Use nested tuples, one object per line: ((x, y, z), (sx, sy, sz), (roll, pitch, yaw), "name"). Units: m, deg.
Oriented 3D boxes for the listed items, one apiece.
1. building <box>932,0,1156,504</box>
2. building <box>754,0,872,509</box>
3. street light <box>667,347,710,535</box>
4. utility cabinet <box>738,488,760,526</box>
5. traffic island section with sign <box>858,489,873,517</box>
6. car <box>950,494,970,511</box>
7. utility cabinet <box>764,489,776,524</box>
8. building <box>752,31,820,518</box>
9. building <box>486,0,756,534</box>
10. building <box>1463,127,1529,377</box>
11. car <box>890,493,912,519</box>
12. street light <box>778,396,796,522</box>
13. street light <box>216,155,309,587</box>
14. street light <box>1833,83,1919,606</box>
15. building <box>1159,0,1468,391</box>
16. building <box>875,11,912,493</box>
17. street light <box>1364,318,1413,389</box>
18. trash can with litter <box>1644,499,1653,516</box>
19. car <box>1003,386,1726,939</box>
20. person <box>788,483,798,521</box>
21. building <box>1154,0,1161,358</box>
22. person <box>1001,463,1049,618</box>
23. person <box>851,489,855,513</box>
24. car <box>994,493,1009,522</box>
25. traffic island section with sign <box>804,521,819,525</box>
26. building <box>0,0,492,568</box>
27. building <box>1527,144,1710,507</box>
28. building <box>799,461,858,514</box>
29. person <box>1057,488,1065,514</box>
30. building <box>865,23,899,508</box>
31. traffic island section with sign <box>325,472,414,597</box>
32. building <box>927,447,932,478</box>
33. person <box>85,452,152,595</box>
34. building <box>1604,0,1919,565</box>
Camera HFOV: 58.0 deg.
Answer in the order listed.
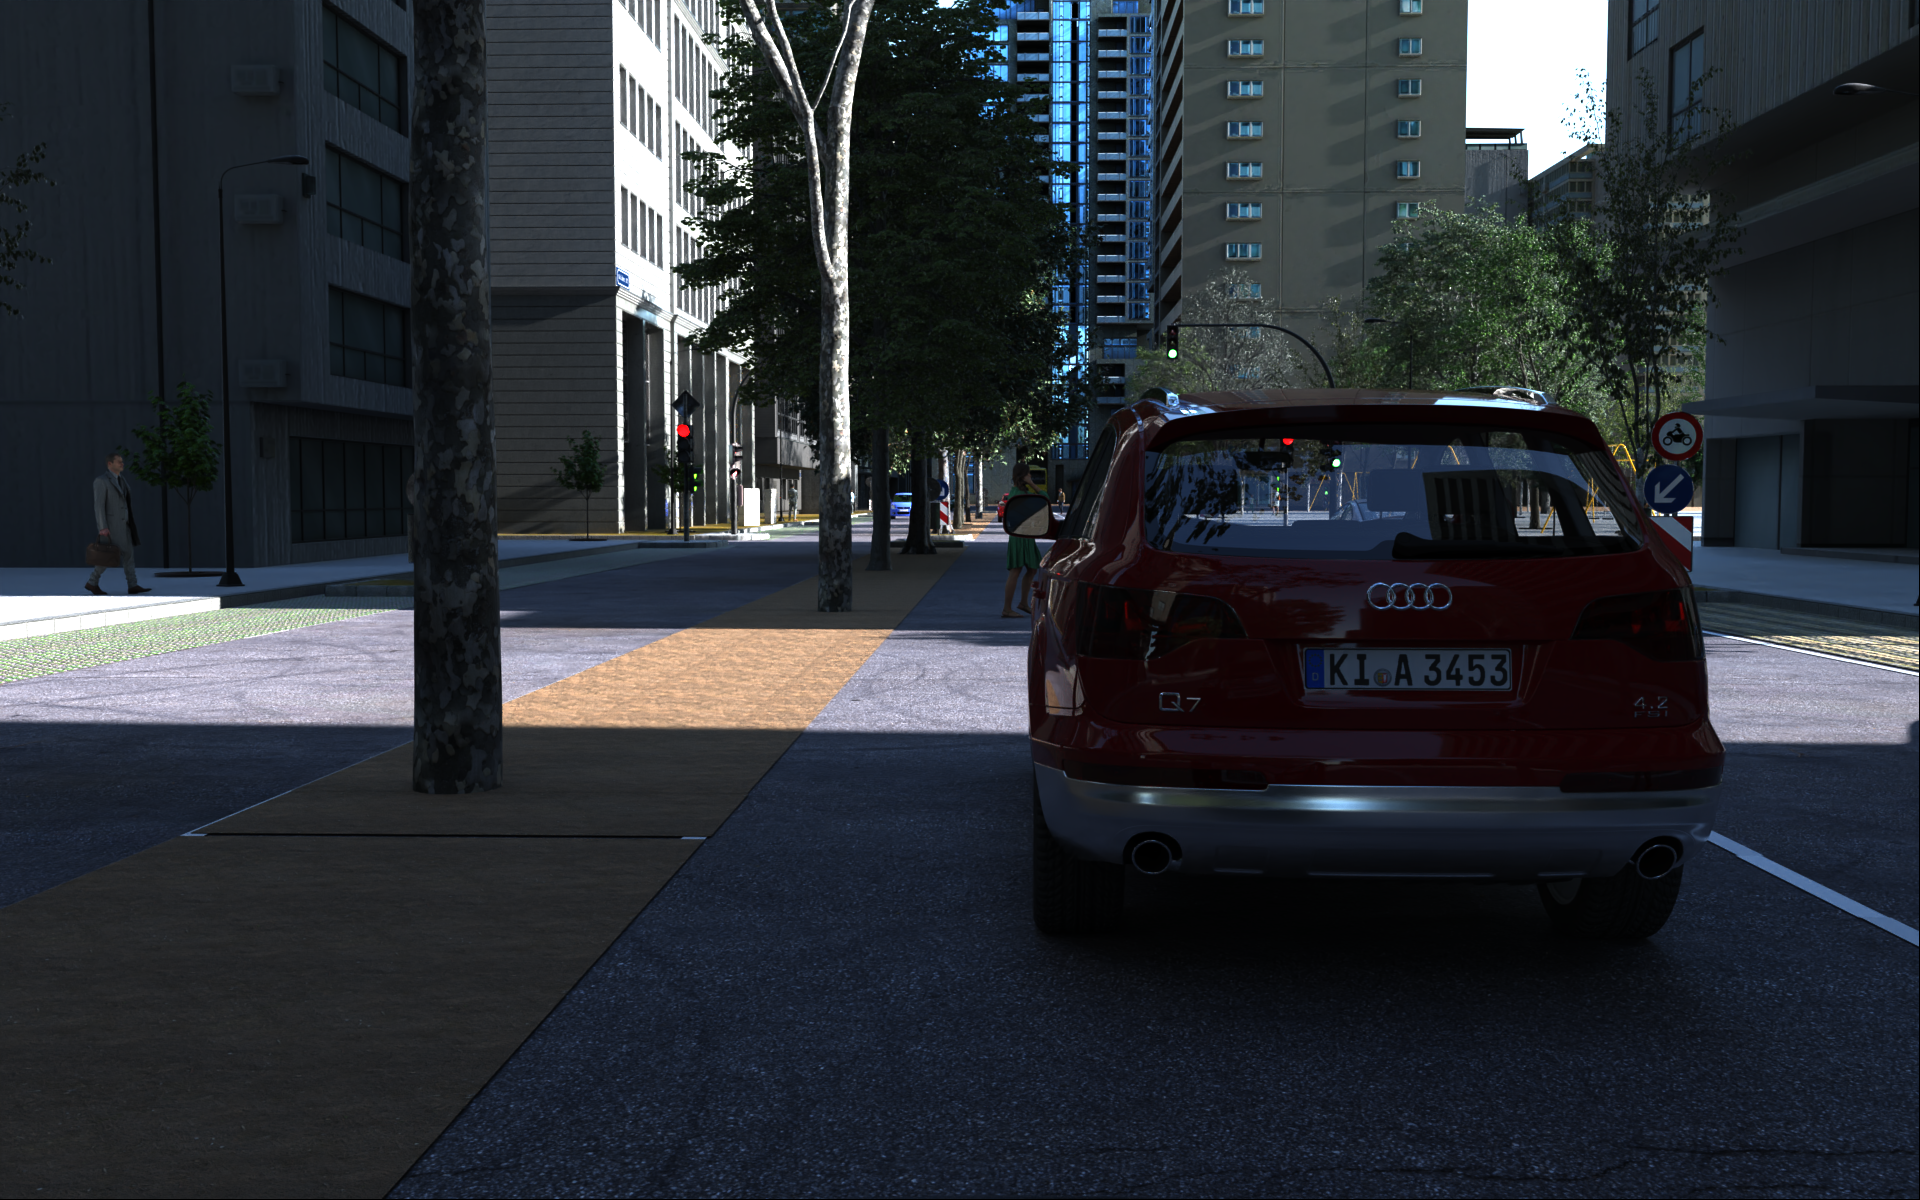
((12.340, -55.708, 223.493), (31.000, 86.520, 22.319), (0, 4, 2), "building")
((-19.029, -32.183, 145.807), (23.786, 49.044, 30.456), (0, 4, 2), "building")
((-8.580, -5.030, 54.774), (1.470, 5.913, 1.316), (0, 4, 2), "street light")
((-8.432, -3.694, 69.068), (0.318, 1.500, 1.173), (2, 4, 24), "utility cabinet")
((-5.205, -5.986, 106.495), (1.989, 1.847, 2.006), (0, 4, 2), "traffic island section with sign")
((-0.126, -8.585, 152.156), (2.131, 1.459, 4.920), (0, 4, 3), "car")
((-8.104, -3.991, 73.927), (0.318, 1.500, 1.173), (0, 4, 5), "utility cabinet")
((-15.885, -18.559, 96.948), (14.314, 27.812, 24.014), (0, 4, 2), "building")
((-15.946, -17.890, 70.002), (11.434, 29.767, 29.804), (0, 4, 2), "building")
((54.979, -31.326, 195.781), (14.086, 41.232, 14.154), (0, 4, 2), "building")
((-3.178, -5.522, 99.872), (1.945, 1.707, 3.694), (0, 4, 1), "car")
((-7.829, -6.628, 80.901), (1.470, 5.913, 1.316), (0, 4, 2), "street light")
((-9.621, -3.143, 23.923), (1.470, 5.913, 1.316), (0, 4, 2), "street light")
((10.587, -2.887, 19.749), (1.470, 5.913, 1.316), (0, 4, 2), "street light")
((27.735, -31.594, 140.259), (21.300, 48.544, 21.600), (0, 4, 2), "building")
((-21.428, -53.795, 192.218), (31.000, 86.520, 22.319), (0, 4, 2), "building")
((11.371, -4.485, 45.876), (1.470, 5.913, 1.316), (0, 4, 2), "street light")
((20.763, -2.563, 53.289), (1.055, 1.170, 0.624), (0, 4, -1), "trash can with litter")
((1.304, 0.093, 7.152), (2.281, 1.827, 5.304), (0, 4, 2), "car")
((-8.074, -4.744, 83.788), (0.511, 1.800, 0.466), (0, 4, -2), "person")
((26.939, -44.185, 160.670), (20.563, 71.187, 20.611), (0, 4, 2), "building")
((0.697, -0.700, 20.199), (0.529, 1.795, 0.600), (-2, 4, -28), "person")
((-7.203, -6.541, 114.802), (0.330, 1.601, 0.589), (3, 5, 42), "person")
((2.829, -4.887, 88.948), (2.155, 1.783, 4.494), (0, 4, 1), "car")
((-6.062, -4.338, 79.553), (1.989, 1.847, 2.006), (0, 4, 2), "traffic island section with sign")
((-17.994, -16.171, 36.095), (14.107, 30.474, 14.160), (0, 4, 2), "building")
((73.727, -30.248, 186.442), (23.993, 40.220, 32.217), (0, 4, 2), "building")
((-13.998, -18.444, 119.580), (12.078, 24.808, 19.932), (0, 4, 2), "building")
((7.208, -7.051, 123.691), (0.656, 1.842, 0.836), (1, 4, 18), "person")
((-17.469, -33.521, 171.765), (21.300, 48.544, 21.600), (0, 4, 2), "building")
((-7.814, -0.999, 24.969), (1.989, 1.847, 2.006), (0, 4, 2), "traffic island section with sign")
((-15.305, -32.941, 230.473), (23.993, 40.220, 32.217), (0, 4, 2), "building")
((-10.768, -0.977, 22.111), (0.767, 1.812, 0.694), (0, 4, 6), "person")
((28.858, -26.855, 28.323), (28.713, 52.752, 27.495), (0, 4, 2), "building")
